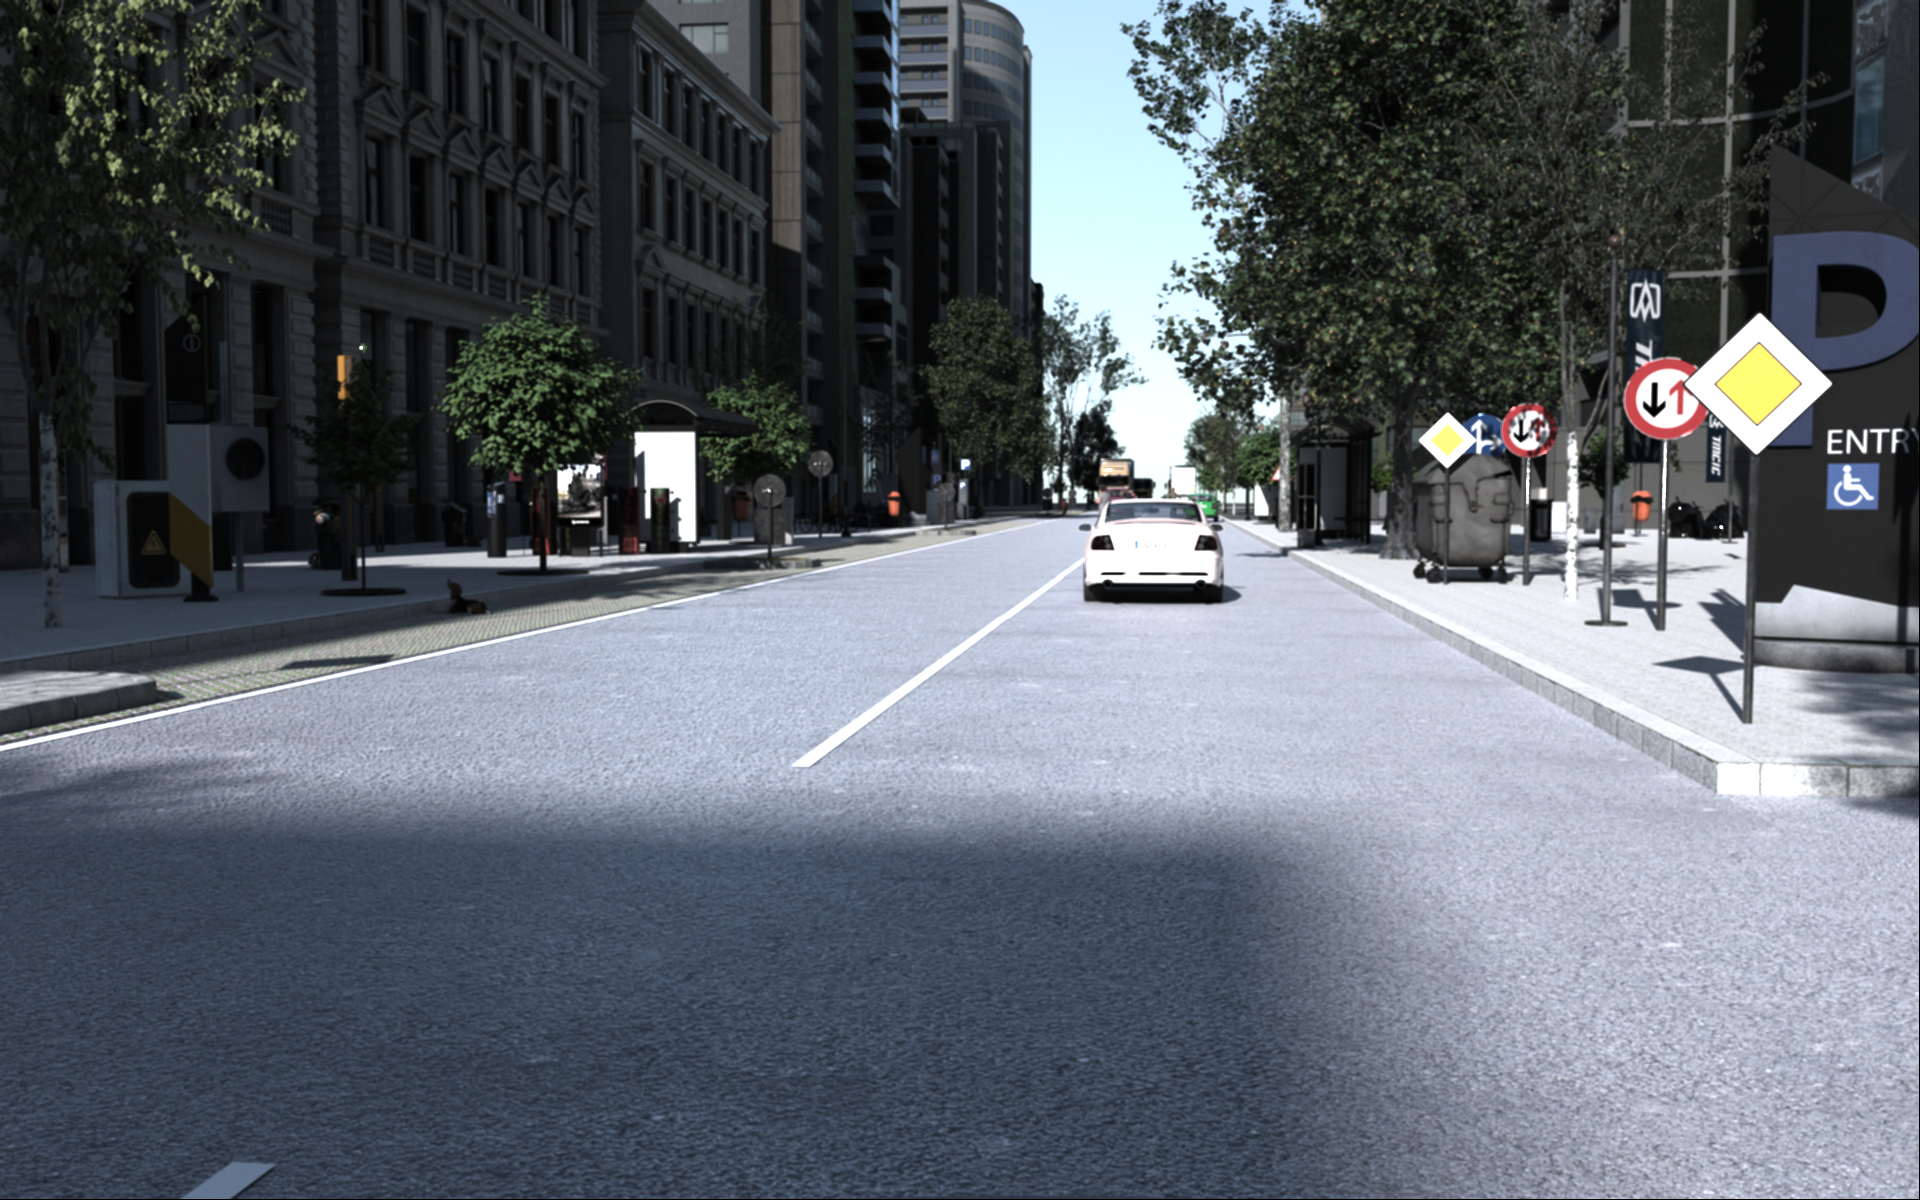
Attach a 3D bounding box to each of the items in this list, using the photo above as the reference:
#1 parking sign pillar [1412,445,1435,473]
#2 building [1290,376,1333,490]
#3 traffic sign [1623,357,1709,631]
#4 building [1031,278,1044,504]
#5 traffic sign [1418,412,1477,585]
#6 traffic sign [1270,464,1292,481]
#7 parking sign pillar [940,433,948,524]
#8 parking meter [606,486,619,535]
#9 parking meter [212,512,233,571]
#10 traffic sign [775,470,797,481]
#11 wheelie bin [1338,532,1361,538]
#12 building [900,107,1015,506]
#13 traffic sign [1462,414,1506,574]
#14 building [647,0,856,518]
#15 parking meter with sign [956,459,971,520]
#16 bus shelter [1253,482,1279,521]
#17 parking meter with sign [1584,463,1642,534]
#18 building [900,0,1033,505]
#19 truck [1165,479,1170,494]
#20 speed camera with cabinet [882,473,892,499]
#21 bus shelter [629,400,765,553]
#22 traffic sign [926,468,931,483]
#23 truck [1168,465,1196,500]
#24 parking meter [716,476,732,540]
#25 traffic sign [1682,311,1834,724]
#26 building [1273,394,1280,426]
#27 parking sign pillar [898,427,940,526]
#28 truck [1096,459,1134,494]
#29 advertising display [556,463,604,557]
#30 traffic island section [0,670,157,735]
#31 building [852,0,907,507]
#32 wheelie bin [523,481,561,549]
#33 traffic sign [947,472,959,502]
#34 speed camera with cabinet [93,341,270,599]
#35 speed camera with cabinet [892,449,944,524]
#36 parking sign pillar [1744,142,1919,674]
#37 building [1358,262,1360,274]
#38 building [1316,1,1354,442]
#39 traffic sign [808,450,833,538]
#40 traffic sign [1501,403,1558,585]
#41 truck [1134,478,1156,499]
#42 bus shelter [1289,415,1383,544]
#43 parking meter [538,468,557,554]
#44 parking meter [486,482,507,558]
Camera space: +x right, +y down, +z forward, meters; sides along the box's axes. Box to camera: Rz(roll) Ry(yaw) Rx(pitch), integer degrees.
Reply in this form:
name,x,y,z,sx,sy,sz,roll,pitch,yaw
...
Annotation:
name,x,y,z,sx,sy,sz,roll,pitch,yaw
parking sign pillar,21.679,-5.685,81.422,1.447,3.967,1.447,3,5,40
building,42.533,-30.855,188.080,14.154,41.232,14.086,0,4,7
traffic sign,6.593,-0.985,16.217,0.768,2.556,0.104,1,4,13
building,3.551,-27.944,228.588,14.160,30.474,14.107,0,4,7
traffic sign,6.871,-1.424,24.466,0.795,2.450,0.064,1,4,14
traffic sign,12.840,-4.236,69.264,0.884,2.594,0.081,1,4,12
parking sign pillar,-1.001,-5.347,75.887,1.447,3.967,1.447,0,4,-1
parking meter,-10.805,-2.781,53.875,0.372,1.533,0.369,0,3,0
parking meter,-12.432,-1.264,29.076,0.372,1.533,0.369,0,3,0
traffic sign,-5.005,-2.980,48.732,0.884,2.594,0.081,1,4,15
wheelie bin,11.442,-2.620,50.749,0.693,1.594,0.980,-2,4,-26
building,-1.815,-30.672,185.077,14.154,41.232,14.086,0,4,7
traffic sign,8.355,-1.688,27.709,0.768,2.556,0.104,1,4,17
building,-13.917,-25.167,95.076,14.154,41.232,14.086,0,4,7
parking meter with sign,0.155,-5.453,85.417,0.543,3.016,1.738,1,4,9
bus shelter,14.361,-5.225,79.345,2.014,3.302,5.546,0,4,7
parking meter with sign,21.073,-3.645,55.855,1.738,3.016,0.543,1,4,15
building,-3.097,-40.669,206.929,21.231,58.520,28.212,0,4,7
truck,28.698,-14.165,227.521,3.469,3.379,9.791,0,4,6
speed camera with cabinet,-2.670,-5.021,76.421,0.660,3.252,2.038,2,4,29
bus shelter,-6.106,-2.814,39.938,2.014,3.302,5.546,0,4,7
traffic sign,-1.747,-5.018,82.150,0.768,2.556,0.104,1,4,9
truck,22.348,-11.326,174.097,2.839,4.237,11.283,0,4,7
parking meter,-6.546,-2.594,48.123,0.255,1.863,0.399,3,4,38
traffic sign,4.400,-0.366,9.623,0.795,2.450,0.064,0,4,7
building,52.388,-36.986,224.331,23.786,49.044,30.456,0,4,7
parking sign pillar,-1.942,-4.997,70.173,1.447,3.967,1.447,-3,5,-42
truck,12.611,-9.205,139.407,2.839,4.237,11.283,0,4,8
advertising display,-7.758,-1.844,35.371,0.974,1.923,0.123,0,4,5
traffic island section,-6.583,0.687,11.055,2.009,0.180,2.903,0,4,7
building,-15.082,-49.189,116.917,22.319,86.520,31.000,0,4,7
wheelie bin,-9.686,-1.986,40.383,0.980,1.594,0.693,0,4,3
traffic sign,-0.325,-4.795,80.532,0.606,2.300,0.079,1,4,12
speed camera with cabinet,-9.815,-1.685,21.892,0.660,3.252,2.038,3,4,37
speed camera with cabinet,-1.734,-4.835,73.380,2.038,3.252,0.660,-1,4,-9
parking sign pillar,6.713,-1.498,12.965,1.447,3.967,1.447,2,4,32
building,33.232,-20.998,115.010,14.160,30.474,14.107,0,4,7
building,42.463,-33.335,134.262,28.713,52.752,27.495,0,4,7
traffic sign,-4.070,-3.075,50.390,0.768,2.556,0.104,1,4,10
traffic sign,7.952,-1.477,24.261,0.768,2.556,0.104,1,4,9
truck,22.422,-13.308,213.501,3.469,3.379,9.791,0,4,7
bus shelter,10.102,-3.246,47.003,2.014,3.302,5.546,0,4,7
parking meter,-8.821,-1.916,37.041,0.255,1.863,0.399,-3,5,-40
parking meter,-9.373,-1.628,35.024,0.372,1.533,0.369,0,3,0
